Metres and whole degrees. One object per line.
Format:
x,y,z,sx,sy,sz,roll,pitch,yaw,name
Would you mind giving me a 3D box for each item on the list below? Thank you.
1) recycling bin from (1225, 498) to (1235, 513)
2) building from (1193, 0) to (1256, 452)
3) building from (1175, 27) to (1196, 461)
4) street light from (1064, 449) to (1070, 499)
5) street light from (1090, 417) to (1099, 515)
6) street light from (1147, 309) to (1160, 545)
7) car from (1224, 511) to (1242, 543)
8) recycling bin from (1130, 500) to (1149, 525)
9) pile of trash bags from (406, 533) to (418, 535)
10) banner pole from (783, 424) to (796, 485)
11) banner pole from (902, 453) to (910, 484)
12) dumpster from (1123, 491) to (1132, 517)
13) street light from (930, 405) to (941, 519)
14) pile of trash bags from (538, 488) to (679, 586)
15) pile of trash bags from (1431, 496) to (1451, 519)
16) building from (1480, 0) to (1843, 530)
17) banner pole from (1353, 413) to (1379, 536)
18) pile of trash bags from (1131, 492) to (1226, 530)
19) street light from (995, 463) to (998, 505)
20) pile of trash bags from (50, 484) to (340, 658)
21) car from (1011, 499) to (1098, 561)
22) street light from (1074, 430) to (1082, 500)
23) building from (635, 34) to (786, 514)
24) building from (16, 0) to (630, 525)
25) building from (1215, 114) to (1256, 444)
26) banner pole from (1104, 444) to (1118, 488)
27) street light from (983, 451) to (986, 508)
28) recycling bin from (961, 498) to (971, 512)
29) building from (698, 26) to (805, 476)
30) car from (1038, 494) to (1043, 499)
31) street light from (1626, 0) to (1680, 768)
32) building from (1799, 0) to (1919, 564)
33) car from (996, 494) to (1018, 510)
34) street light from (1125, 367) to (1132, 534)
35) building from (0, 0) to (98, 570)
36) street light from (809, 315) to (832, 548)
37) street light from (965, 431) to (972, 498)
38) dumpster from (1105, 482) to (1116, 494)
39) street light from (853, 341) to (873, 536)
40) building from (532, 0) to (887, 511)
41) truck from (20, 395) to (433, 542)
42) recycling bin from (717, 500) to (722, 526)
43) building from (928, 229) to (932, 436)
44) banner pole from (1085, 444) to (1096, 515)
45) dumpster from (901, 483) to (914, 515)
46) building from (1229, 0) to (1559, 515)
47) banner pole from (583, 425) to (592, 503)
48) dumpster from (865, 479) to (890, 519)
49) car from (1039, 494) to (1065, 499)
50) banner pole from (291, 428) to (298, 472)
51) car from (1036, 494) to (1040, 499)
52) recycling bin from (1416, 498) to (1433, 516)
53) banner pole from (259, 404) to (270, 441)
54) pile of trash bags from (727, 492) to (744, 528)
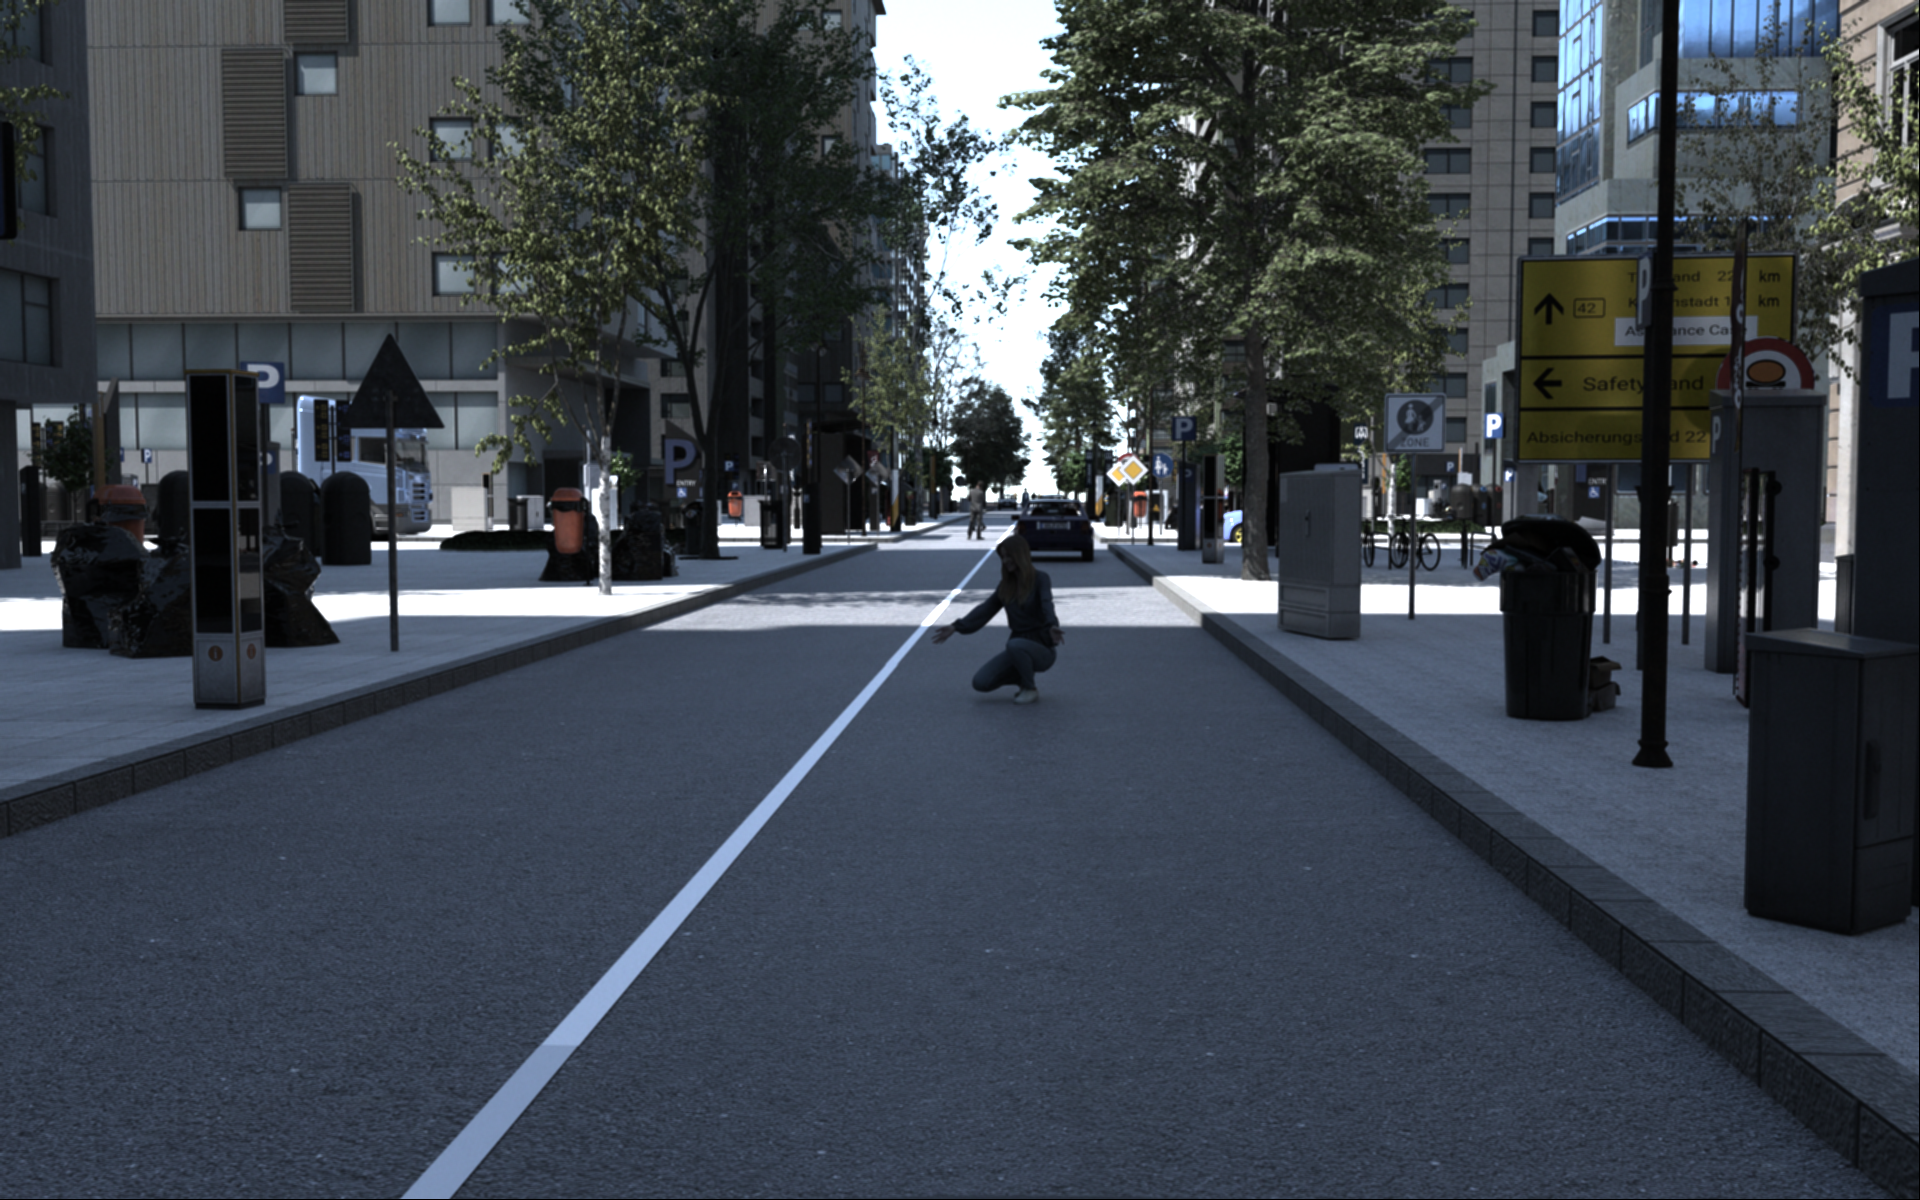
17.420,-6.112,112.487,0.722,1.027,0.722,3,5,39,recycling bin
32.099,-32.267,151.266,21.300,48.544,21.600,0,4,3,building
36.315,-35.855,175.469,28.713,52.752,27.495,0,4,3,building
10.521,-11.867,166.816,0.468,5.910,1.993,0,4,3,street light
7.011,-7.201,90.526,0.468,5.910,1.993,0,4,3,street light
4.778,-4.310,43.254,0.468,5.910,1.993,0,4,3,street light
8.881,-2.356,48.118,3.694,1.707,1.945,0,4,2,car
7.434,-3.629,71.896,0.722,1.027,0.722,1,4,13,recycling bin
-18.829,-2.728,54.350,3.447,1.369,1.912,-1,4,-18,pile of trash bags
-6.054,-4.363,61.351,0.401,3.779,0.863,-3,5,-41,banner pole
-3.277,-7.122,106.459,0.863,3.779,0.401,1,4,13,banner pole
7.753,-4.599,80.948,1.264,1.857,1.865,0,4,3,dumpster
-1.214,-7.028,87.694,0.468,5.910,1.993,0,4,3,street light
-5.370,-0.977,25.719,1.912,1.369,3.447,0,4,4,pile of trash bags
25.237,-4.788,88.032,1.912,1.369,3.447,0,4,0,pile of trash bags
38.687,-46.344,70.393,31.000,86.520,22.319,0,4,3,building
12.574,-3.892,53.648,0.863,3.779,0.401,2,4,26,banner pole
7.817,-3.190,61.915,3.447,1.369,1.912,0,4,-3,pile of trash bags
4.669,-14.656,212.407,0.468,5.910,1.993,0,4,3,street light
-6.938,-0.332,15.187,1.912,1.369,3.447,-3,5,-43,pile of trash bags
2.088,-1.570,38.246,1.945,1.354,3.894,0,4,4,car
8.908,-9.712,131.584,0.468,5.910,1.993,0,4,3,street light
-19.365,-20.873,112.978,14.160,30.474,14.107,0,4,3,building
-29.245,-30.194,82.915,28.713,52.752,27.495,0,4,3,building
26.624,-22.145,133.773,14.160,30.474,14.107,0,4,3,building
7.571,-5.894,86.377,0.863,3.779,0.401,0,4,-2,banner pole
2.294,-11.712,164.271,0.468,5.910,1.993,0,4,3,street light
0.528,-6.683,121.825,0.722,1.027,0.722,3,5,40,recycling bin
-26.251,-27.425,140.287,32.217,40.220,23.993,0,4,3,building
7.906,-9.143,159.716,2.015,1.641,3.980,0,4,3,car
3.277,-2.155,8.017,0.468,5.910,1.993,0,4,3,street light
21.833,-14.415,21.584,13.634,28.700,20.117,0,4,3,building
4.297,-8.990,156.777,2.009,1.686,4.222,0,4,2,car
5.373,-5.046,55.296,0.468,5.910,1.993,0,4,3,street light
-22.322,-20.927,25.759,14.086,41.232,14.154,0,4,3,building
-3.378,-4.196,41.394,0.468,5.910,1.993,0,4,3,street light
0.675,-9.551,128.939,0.468,5.910,1.993,0,4,3,street light
7.894,-5.042,84.924,1.502,2.255,1.985,0,4,3,dumpster
-2.916,-4.873,52.466,0.468,5.910,1.993,0,4,3,street light
-22.284,-35.268,165.866,28.713,52.752,27.495,0,4,3,building
-23.670,-3.580,48.286,18.799,4.110,2.967,0,4,1,truck
-10.021,-3.489,69.606,0.722,1.027,0.722,-1,4,-23,recycling bin
-15.967,-39.732,269.231,23.786,49.044,30.456,0,4,3,building
6.557,-5.879,86.135,0.863,3.779,0.401,-2,4,-30,banner pole
-3.038,-5.110,89.311,1.264,1.857,1.865,0,4,3,dumpster
28.920,-41.351,114.337,20.563,71.187,20.611,0,4,3,building
-13.610,-4.481,63.289,0.401,3.779,0.863,1,4,10,banner pole
-4.397,-5.366,90.228,1.502,2.255,1.985,0,4,3,dumpster
4.815,-4.954,90.780,2.009,1.686,4.222,0,4,2,car
-25.073,-4.616,65.481,0.863,3.779,0.401,3,5,40,banner pole
12.633,-15.749,267.289,2.009,1.686,4.222,0,4,3,car
26.783,-5.348,100.000,0.722,1.027,0.722,-2,4,-31,recycling bin
-14.661,-2.830,36.294,0.401,3.779,0.863,2,4,26,banner pole
-9.791,-3.358,64.662,3.447,1.369,1.912,0,4,-2,pile of trash bags
